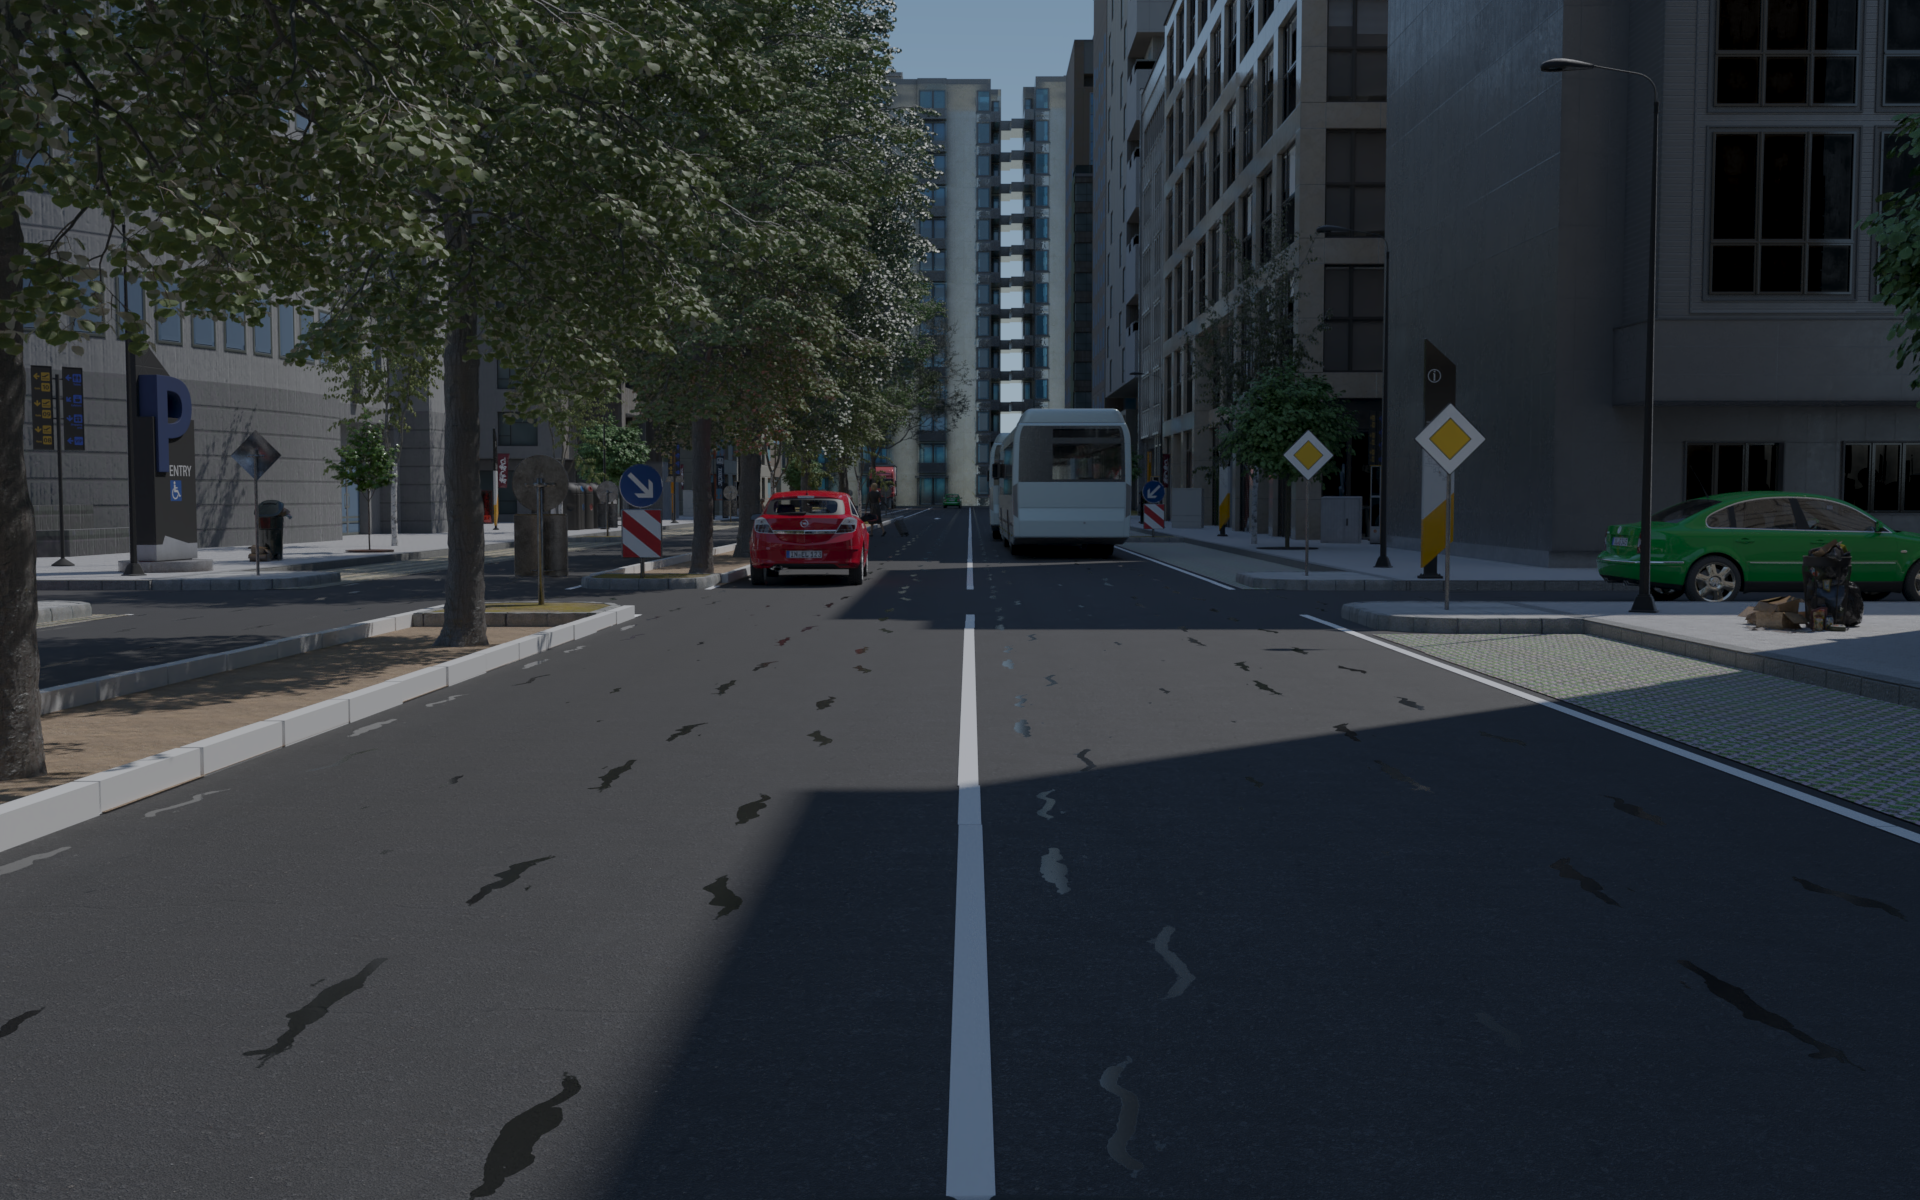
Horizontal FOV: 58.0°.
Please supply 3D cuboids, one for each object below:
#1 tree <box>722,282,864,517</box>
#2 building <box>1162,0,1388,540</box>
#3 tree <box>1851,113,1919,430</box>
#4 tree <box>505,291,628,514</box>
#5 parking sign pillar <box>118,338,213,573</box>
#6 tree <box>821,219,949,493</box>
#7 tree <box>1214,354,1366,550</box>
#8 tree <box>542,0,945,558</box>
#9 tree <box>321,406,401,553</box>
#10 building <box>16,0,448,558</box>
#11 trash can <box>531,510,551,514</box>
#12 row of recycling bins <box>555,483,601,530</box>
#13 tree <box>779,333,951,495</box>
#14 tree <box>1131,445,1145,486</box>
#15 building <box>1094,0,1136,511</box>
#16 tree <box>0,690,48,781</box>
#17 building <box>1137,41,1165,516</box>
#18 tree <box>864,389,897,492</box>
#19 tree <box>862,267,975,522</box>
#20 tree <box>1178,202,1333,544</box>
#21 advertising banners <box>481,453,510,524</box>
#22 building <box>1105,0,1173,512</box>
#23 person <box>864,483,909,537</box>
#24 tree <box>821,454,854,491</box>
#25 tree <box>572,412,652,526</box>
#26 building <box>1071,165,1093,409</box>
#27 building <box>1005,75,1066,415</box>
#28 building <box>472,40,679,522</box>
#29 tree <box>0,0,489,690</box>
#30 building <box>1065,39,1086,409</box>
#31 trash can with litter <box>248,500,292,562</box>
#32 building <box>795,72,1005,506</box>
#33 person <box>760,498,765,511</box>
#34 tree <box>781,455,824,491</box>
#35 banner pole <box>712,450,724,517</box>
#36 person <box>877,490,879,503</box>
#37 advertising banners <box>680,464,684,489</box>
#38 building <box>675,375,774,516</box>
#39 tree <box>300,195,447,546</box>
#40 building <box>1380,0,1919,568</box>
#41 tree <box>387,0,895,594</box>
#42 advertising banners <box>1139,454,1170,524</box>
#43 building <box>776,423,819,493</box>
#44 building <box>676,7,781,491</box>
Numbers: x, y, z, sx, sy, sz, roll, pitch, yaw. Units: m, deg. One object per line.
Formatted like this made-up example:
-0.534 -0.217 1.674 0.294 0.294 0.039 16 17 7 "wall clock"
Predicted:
-4.996 -5.728 46.471 4.737 8.622 4.395 0 3 0 "tree"
19.090 -15.906 64.581 19.350 26.468 34.151 0 4 0 "building"
7.716 -1.702 11.540 4.285 4.588 4.351 0 3 0 "tree"
-13.450 -6.617 58.555 4.737 8.622 4.395 0 3 0 "tree"
-13.215 -2.461 28.717 1.447 3.967 1.447 0 4 5 "parking sign pillar"
-4.154 -8.151 61.480 9.928 11.665 9.643 0 3 0 "tree"
7.695 -3.459 40.275 4.285 4.588 4.351 0 3 0 "tree"
-4.782 -7.931 38.790 9.857 13.997 8.962 0 3 0 "tree"
-13.158 -2.660 38.098 1.663 3.219 1.824 0 3 0 "tree"
-27.713 -30.738 44.563 21.231 58.520 28.212 0 4 0 "building"
-13.266 -2.642 54.855 0.748 1.137 0.748 0 3 0 "trash can"
-13.830 -3.396 62.643 1.069 1.692 3.534 0 4 5 "row of recycling bins"
-4.524 -8.165 70.362 8.767 10.594 7.601 0 4 0 "tree"
8.033 -6.581 91.314 4.285 4.588 4.351 0 3 0 "tree"
18.124 -29.963 140.001 14.600 45.320 14.200 0 4 0 "building"
-4.956 -5.395 8.791 7.486 12.596 7.792 0 3 0 "tree"
16.440 -16.738 91.682 12.078 24.808 19.932 0 4 0 "building"
-4.488 -7.635 77.651 4.737 8.622 4.395 0 3 0 "tree"
-4.306 -10.639 86.774 12.009 13.543 11.850 0 3 0 "tree"
7.578 -5.758 44.498 4.360 8.622 3.978 0 3 0 "tree"
-20.297 -4.768 74.143 2.074 3.025 0.090 0 4 -1 "advertising banners"
24.482 -32.397 118.929 28.713 52.752 27.495 0 4 0 "building"
-2.531 -3.040 58.419 1.509 1.804 0.699 2 4 25 "person"
-12.480 -14.057 180.195 4.360 8.622 3.978 0 3 0 "tree"
-14.006 -5.246 69.482 4.285 4.588 4.351 0 3 0 "tree"
16.795 -23.418 154.590 14.160 30.474 14.107 0 4 0 "building"
20.961 -35.386 198.164 30.456 49.044 23.786 0 4 0 "building"
-21.815 -19.053 83.217 14.160 30.474 14.107 0 4 0 "building"
-4.771 -5.858 16.362 7.486 12.596 7.792 0 3 0 "tree"
17.522 -31.716 168.668 14.600 45.320 14.200 0 4 0 "building"
-13.248 -1.334 33.190 0.624 1.170 1.055 0 4 -5 "trash can with litter"
-9.487 -35.466 199.483 30.456 49.044 23.786 0 4 0 "building"
-8.657 -3.854 76.182 0.373 1.253 0.362 0 4 -8 "person"
-13.297 -10.140 149.501 4.285 4.588 4.351 0 3 0 "tree"
-13.867 -6.667 99.021 0.863 3.779 0.401 0 4 -8 "banner pole"
-6.601 -7.796 136.700 1.217 1.736 0.721 2 4 34 "person"
-15.833 -6.370 100.336 0.090 3.025 2.074 -2 4 -28 "advertising banners"
-28.130 -16.659 117.419 27.650 21.520 28.899 0 4 0 "building"
-14.117 -5.657 42.862 4.737 8.622 4.395 0 3 0 "tree"
25.137 -13.176 34.491 30.058 24.678 14.314 0 4 0 "building"
-4.460 -6.650 29.307 7.486 12.596 7.792 0 3 0 "tree"
8.381 -4.788 74.474 2.074 3.025 0.090 -3 5 -44 "advertising banners"
-30.051 -52.062 163.883 31.000 86.520 22.319 0 4 0 "building"
-22.103 -29.851 138.167 14.600 45.320 14.200 0 4 0 "building"
